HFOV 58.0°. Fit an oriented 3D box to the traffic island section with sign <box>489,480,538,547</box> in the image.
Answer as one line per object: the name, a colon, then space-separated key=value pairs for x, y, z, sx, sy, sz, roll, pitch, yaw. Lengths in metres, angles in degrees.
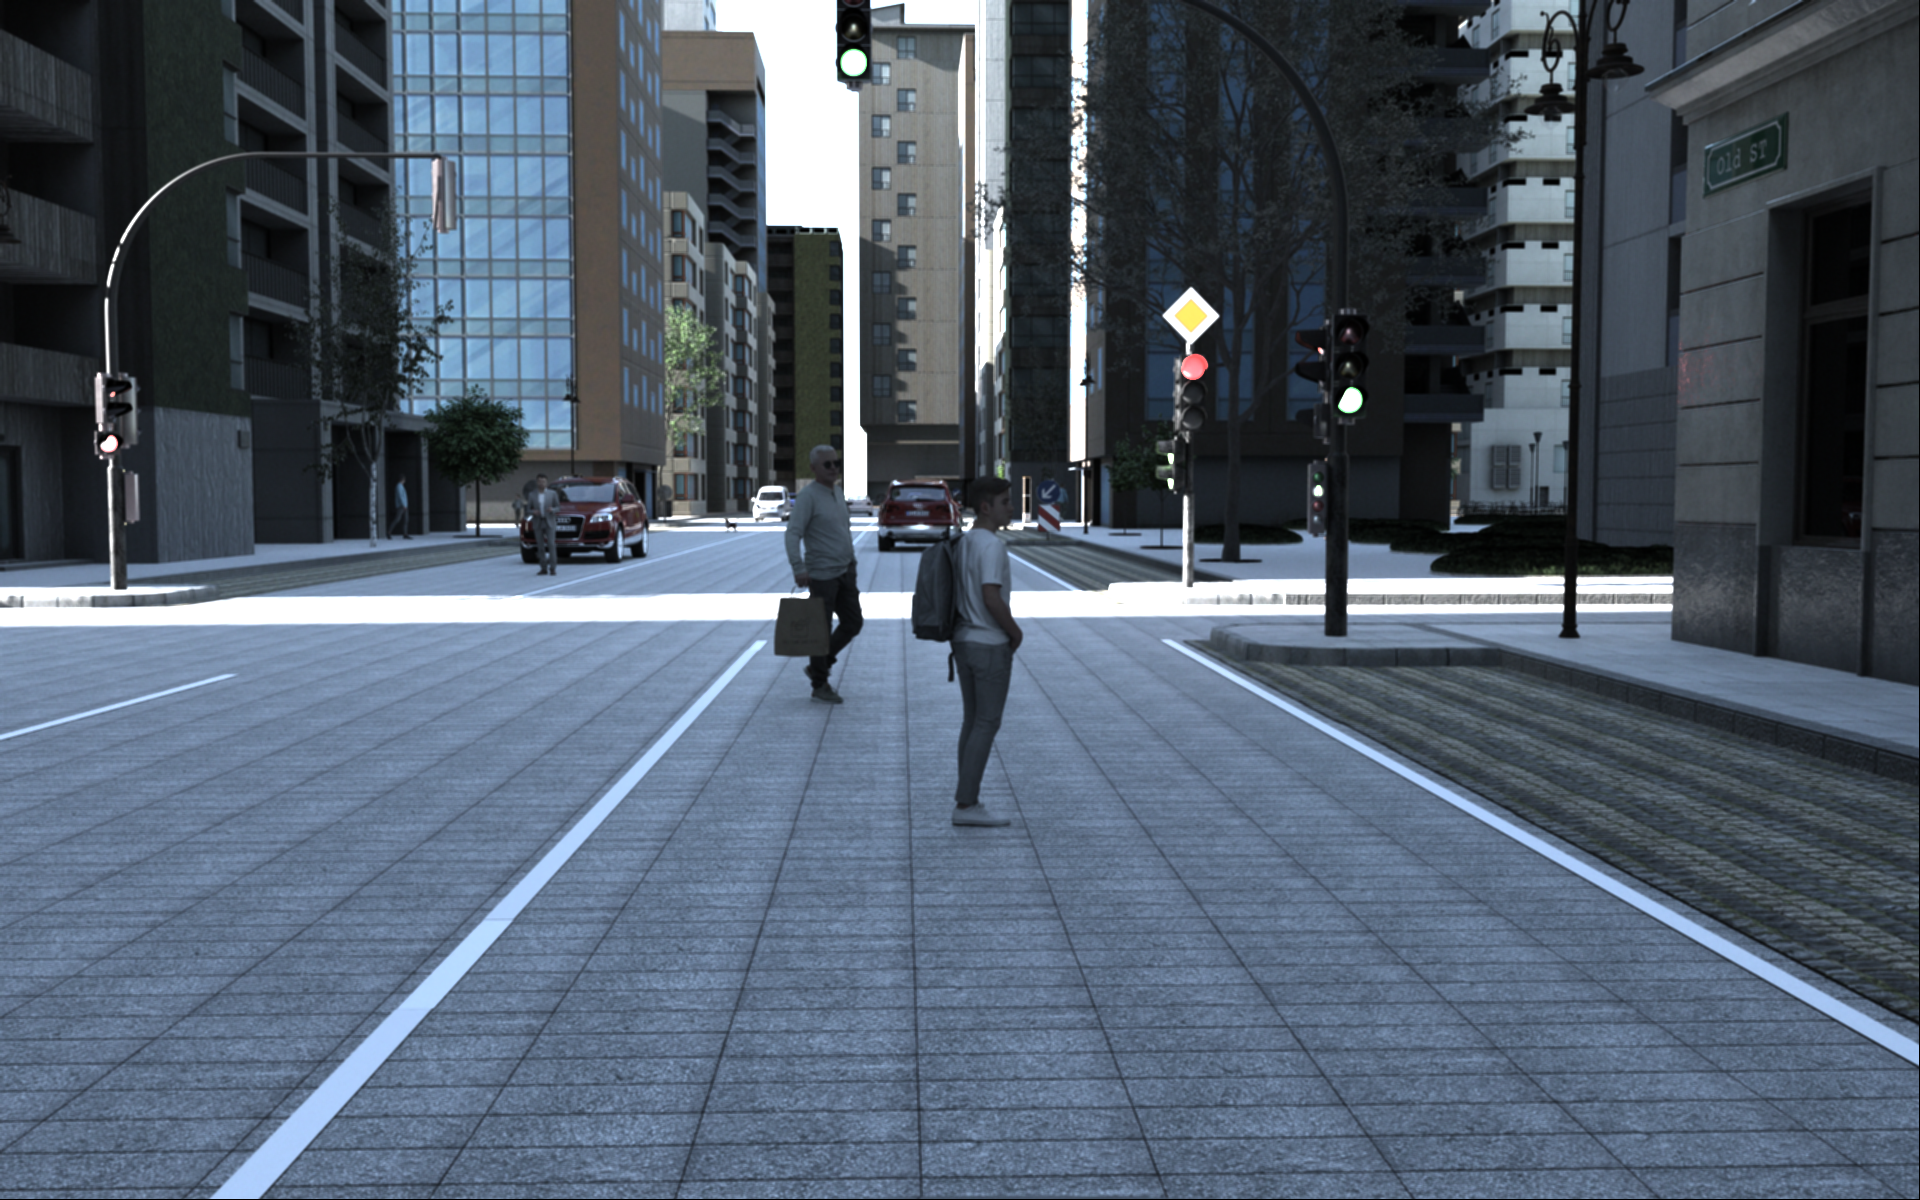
traffic island section with sign: x=-11.817 y=-2.404 z=47.934 sx=1.989 sy=1.847 sz=2.006 roll=0 pitch=4 yaw=-2

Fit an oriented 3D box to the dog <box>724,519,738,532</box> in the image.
dog: x=-8.585 y=-2.797 z=65.024 sx=0.406 sy=0.507 sz=0.540 roll=0 pitch=4 yaw=6

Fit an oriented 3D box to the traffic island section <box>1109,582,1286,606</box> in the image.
traffic island section: x=3.145 y=-0.087 z=23.707 sx=2.009 sy=0.180 sz=2.903 roll=0 pitch=4 yaw=-2

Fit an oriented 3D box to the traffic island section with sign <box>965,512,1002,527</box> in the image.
traffic island section with sign: x=1.345 y=-4.100 z=75.669 sx=1.989 sy=1.847 sz=2.006 roll=0 pitch=4 yaw=-2

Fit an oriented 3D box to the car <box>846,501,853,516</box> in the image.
car: x=-6.063 y=-4.400 z=81.730 sx=2.009 sy=1.686 sz=4.222 roll=0 pitch=4 yaw=-2

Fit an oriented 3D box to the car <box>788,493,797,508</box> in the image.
car: x=-16.016 y=-9.426 z=163.704 sx=1.945 sy=1.707 sz=3.694 roll=0 pitch=4 yaw=-3

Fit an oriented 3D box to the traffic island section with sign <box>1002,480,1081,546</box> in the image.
traffic island section with sign: x=2.300 y=-2.426 z=48.291 sx=1.989 sy=1.847 sz=2.006 roll=0 pitch=4 yaw=-2

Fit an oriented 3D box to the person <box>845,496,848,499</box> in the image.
person: x=-10.637 y=-9.039 z=156.315 sx=1.348 sy=1.821 sz=0.705 roll=-3 pitch=4 yaw=-38

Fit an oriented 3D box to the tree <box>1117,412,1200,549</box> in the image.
tree: x=4.747 y=-2.827 z=40.828 sx=1.663 sy=3.219 sz=1.824 roll=0 pitch=3 yaw=0

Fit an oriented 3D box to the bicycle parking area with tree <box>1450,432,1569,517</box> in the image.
bicycle parking area with tree: x=24.913 y=-5.820 z=82.155 sx=9.016 sy=4.147 sz=8.231 roll=-2 pitch=4 yaw=-27

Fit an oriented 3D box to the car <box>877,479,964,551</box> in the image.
car: x=-1.046 y=-2.221 z=44.994 sx=2.281 sy=1.827 sz=5.304 roll=0 pitch=3 yaw=0

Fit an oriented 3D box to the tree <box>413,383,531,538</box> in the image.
tree: x=-14.421 y=-4.139 z=51.386 sx=4.285 sy=4.588 sz=4.351 roll=0 pitch=3 yaw=0

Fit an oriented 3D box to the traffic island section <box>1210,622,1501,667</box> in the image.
traffic island section: x=3.421 y=0.401 z=15.727 sx=2.009 sy=0.180 sz=2.903 roll=0 pitch=4 yaw=-2

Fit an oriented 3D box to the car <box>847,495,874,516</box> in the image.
car: x=-6.664 y=-6.206 z=113.823 sx=2.083 sy=1.381 sz=4.827 roll=0 pitch=4 yaw=-3

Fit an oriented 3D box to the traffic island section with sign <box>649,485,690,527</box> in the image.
traffic island section with sign: x=-12.754 y=-4.052 z=74.873 sx=1.989 sy=1.847 sz=2.006 roll=0 pitch=4 yaw=-2

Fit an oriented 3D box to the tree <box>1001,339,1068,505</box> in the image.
tree: x=4.095 y=-8.010 z=81.330 sx=4.360 sy=8.622 sz=3.978 roll=0 pitch=3 yaw=0

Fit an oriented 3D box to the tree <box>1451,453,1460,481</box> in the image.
tree: x=26.558 y=-7.017 z=98.444 sx=4.285 sy=4.588 sz=4.351 roll=0 pitch=3 yaw=0

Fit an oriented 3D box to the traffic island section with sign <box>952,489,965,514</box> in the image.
traffic island section with sign: x=-0.377 y=-7.142 z=125.401 sx=1.989 sy=1.847 sz=2.006 roll=0 pitch=4 yaw=-2

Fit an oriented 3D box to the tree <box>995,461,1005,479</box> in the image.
tree: x=2.505 y=-6.528 z=101.328 sx=1.663 sy=3.219 sz=1.824 roll=0 pitch=3 yaw=0

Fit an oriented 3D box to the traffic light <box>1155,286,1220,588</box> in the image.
traffic light: x=3.104 y=-2.121 z=23.592 sx=0.839 sy=4.253 sz=0.868 roll=0 pitch=4 yaw=-2

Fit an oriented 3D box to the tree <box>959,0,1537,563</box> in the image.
tree: x=5.271 y=-7.462 z=32.368 sx=12.009 sy=13.543 sz=11.850 roll=0 pitch=3 yaw=0

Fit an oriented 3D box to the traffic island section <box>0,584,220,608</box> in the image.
traffic island section: x=-11.288 y=-0.057 z=23.213 sx=2.009 sy=0.180 sz=2.903 roll=0 pitch=4 yaw=-2

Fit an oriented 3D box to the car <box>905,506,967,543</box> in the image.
car: x=-0.797 y=-2.579 z=51.955 sx=2.009 sy=1.686 sz=4.222 roll=0 pitch=4 yaw=-1

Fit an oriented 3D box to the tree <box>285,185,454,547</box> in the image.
tree: x=-14.235 y=-5.589 z=41.750 sx=4.360 sy=8.622 sz=3.978 roll=0 pitch=3 yaw=0

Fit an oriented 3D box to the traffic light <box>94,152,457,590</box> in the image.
traffic light: x=-9.160 y=-2.968 z=23.187 sx=4.771 sy=5.953 sz=1.251 roll=0 pitch=4 yaw=-2

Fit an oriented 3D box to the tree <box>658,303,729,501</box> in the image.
tree: x=-16.099 y=-10.253 z=93.388 sx=9.928 sy=11.665 sz=9.643 roll=0 pitch=3 yaw=0

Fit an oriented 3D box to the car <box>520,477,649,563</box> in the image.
car: x=-8.090 y=-1.772 z=37.641 sx=2.281 sy=1.827 sz=5.304 roll=0 pitch=4 yaw=-1

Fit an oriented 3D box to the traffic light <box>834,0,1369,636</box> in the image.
traffic light: x=1.294 y=-2.491 z=15.398 sx=4.771 sy=5.953 sz=1.251 roll=0 pitch=4 yaw=-2

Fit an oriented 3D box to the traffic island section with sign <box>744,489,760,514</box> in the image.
traffic island section with sign: x=-14.486 y=-7.113 z=124.923 sx=1.989 sy=1.847 sz=2.006 roll=0 pitch=4 yaw=-2

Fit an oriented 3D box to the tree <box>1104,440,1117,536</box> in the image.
tree: x=5.109 y=-3.617 z=53.740 sx=1.663 sy=3.219 sz=1.824 roll=0 pitch=3 yaw=0

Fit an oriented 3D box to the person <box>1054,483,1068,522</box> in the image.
person: x=4.560 y=-4.382 z=78.029 sx=0.601 sy=1.785 sz=0.444 roll=2 pitch=4 yaw=31
